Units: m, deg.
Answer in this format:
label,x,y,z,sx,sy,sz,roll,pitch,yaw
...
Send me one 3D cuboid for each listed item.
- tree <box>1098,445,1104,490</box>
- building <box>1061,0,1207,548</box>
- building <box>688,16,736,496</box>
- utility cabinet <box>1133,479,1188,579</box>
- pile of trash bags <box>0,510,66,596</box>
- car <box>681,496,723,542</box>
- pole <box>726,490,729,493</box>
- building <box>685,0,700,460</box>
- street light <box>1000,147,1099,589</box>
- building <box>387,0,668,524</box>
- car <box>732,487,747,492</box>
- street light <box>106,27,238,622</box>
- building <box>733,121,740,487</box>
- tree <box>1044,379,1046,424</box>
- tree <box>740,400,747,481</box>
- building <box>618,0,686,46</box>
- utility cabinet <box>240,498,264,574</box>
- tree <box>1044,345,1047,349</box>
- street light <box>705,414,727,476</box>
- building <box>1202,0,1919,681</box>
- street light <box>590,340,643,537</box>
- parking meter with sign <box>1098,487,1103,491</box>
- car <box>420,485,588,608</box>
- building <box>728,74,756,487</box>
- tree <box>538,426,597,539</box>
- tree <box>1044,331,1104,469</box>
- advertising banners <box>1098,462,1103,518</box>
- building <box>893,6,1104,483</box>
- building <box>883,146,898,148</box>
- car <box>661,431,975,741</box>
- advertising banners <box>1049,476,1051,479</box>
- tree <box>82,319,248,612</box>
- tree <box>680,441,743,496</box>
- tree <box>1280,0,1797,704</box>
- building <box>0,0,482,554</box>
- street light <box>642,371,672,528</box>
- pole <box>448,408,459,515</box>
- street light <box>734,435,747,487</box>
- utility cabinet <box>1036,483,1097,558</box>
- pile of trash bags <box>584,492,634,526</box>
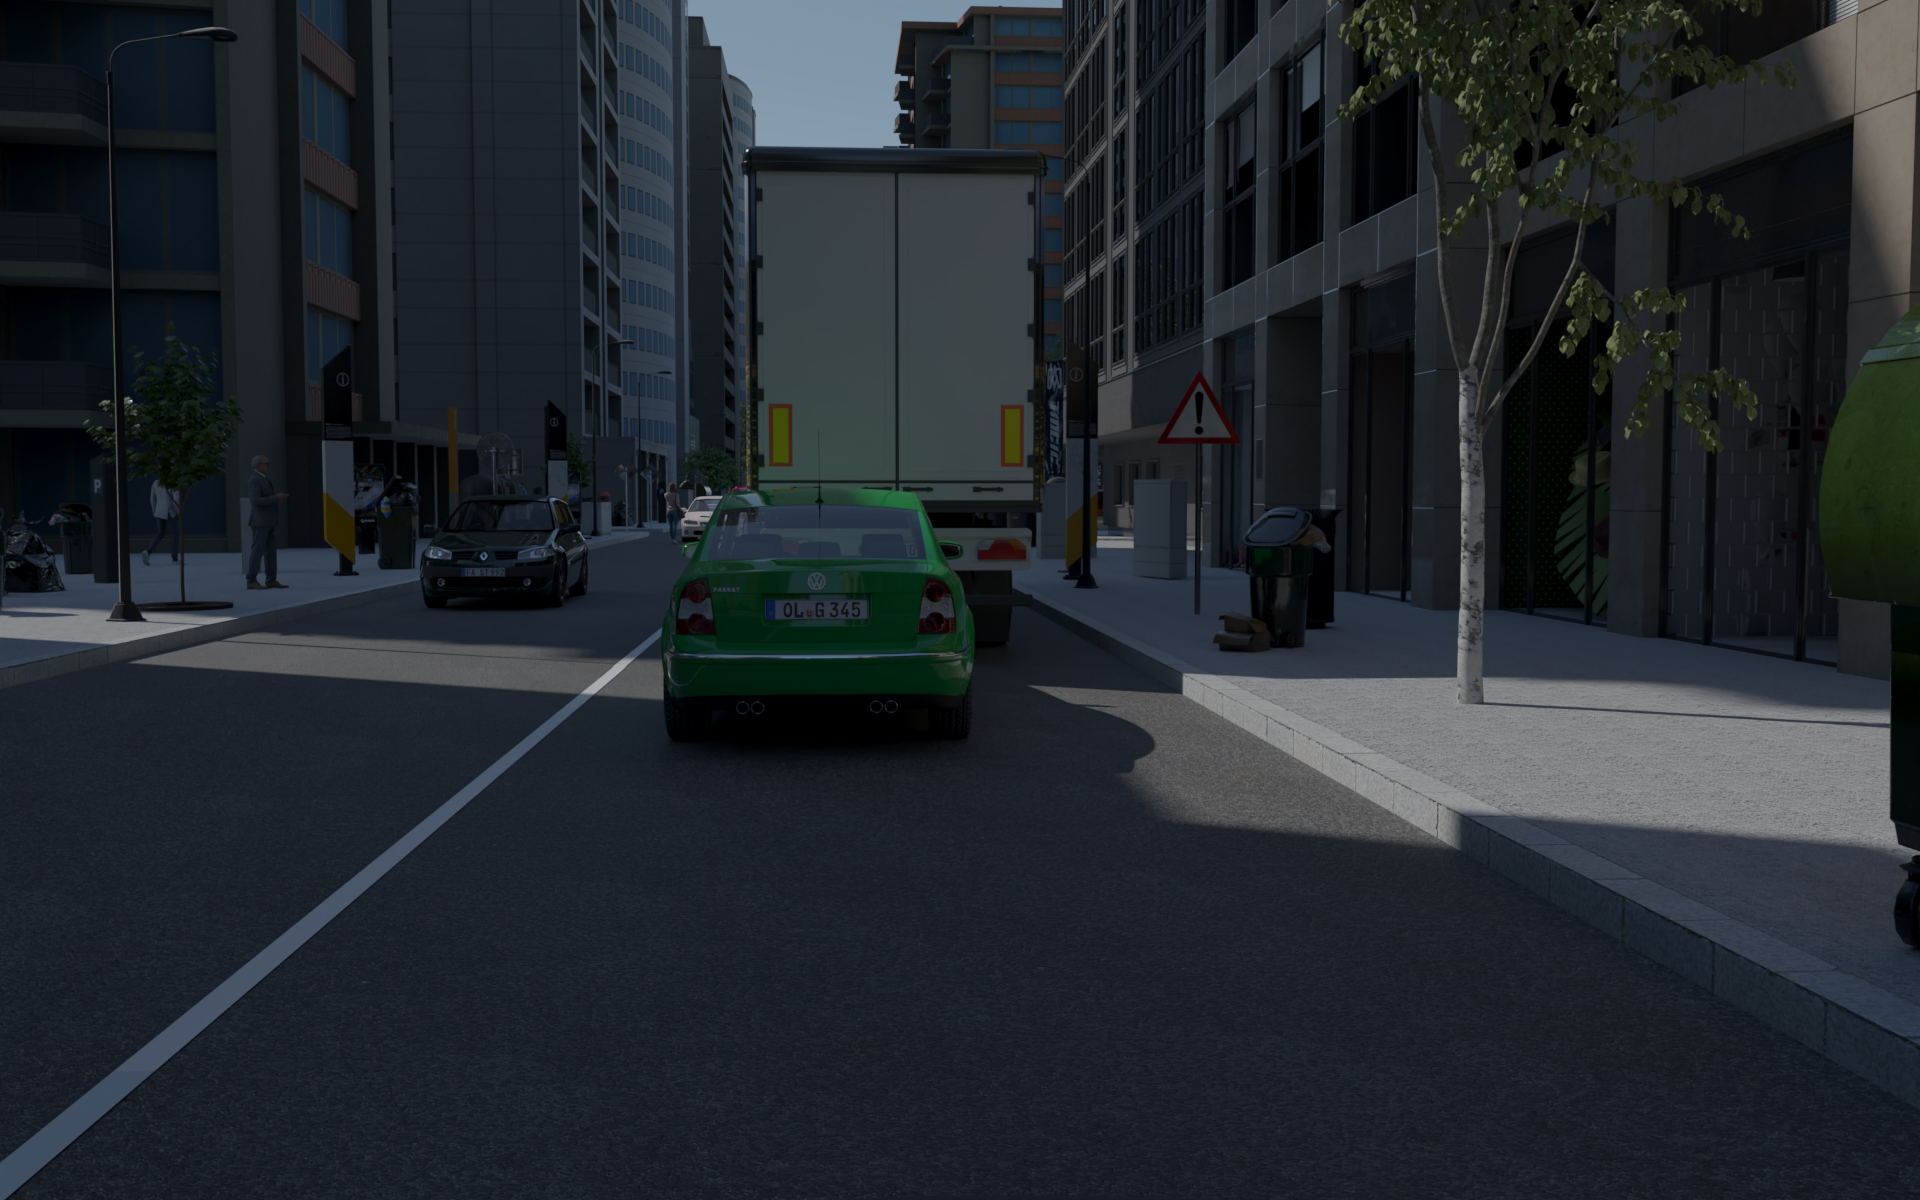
label,x,y,z,sx,sy,sz,roll,pitch,yaw
tree,9.416,-9.250,101.605,4.360,8.622,3.978,0,3,0
building,10.903,-15.237,42.637,14.314,27.812,24.014,0,4,-4
building,-34.741,-34.034,180.162,21.300,48.544,21.600,0,4,-4
utility cabinet,3.055,-1.083,26.380,0.318,1.500,1.173,-1,4,-22
pile of trash bags,-12.880,-0.716,21.451,1.912,1.369,3.447,0,4,7
car,-7.504,-2.497,53.194,2.083,1.381,4.827,0,4,-5
pole,-16.997,-8.125,126.683,0.158,3.312,0.155,0,3,0
building,-34.198,-51.379,152.717,22.319,86.520,31.000,0,4,-4
street light,1.184,-3.112,23.427,1.470,5.913,1.316,0,4,-4
building,-24.803,-39.333,81.343,20.563,71.187,20.611,0,4,-4
car,-11.267,-5.060,91.403,2.281,1.827,5.304,0,4,-5
street light,-7.896,-2.742,17.376,1.470,5.913,1.316,0,4,-4
building,-32.691,-33.591,199.326,14.600,45.320,14.200,0,4,-4
tree,3.387,-9.285,102.167,4.360,8.622,3.978,0,3,0
tree,-24.325,-18.992,217.180,9.857,13.997,8.962,0,3,0
building,-30.613,-35.327,119.592,21.231,58.520,28.212,0,4,-4
utility cabinet,-11.532,-1.045,28.246,0.306,1.237,1.020,-1,4,-19
tree,0.420,-6.119,50.415,4.737,8.622,4.395,0,3,0
street light,-14.136,-7.794,99.967,1.470,5.913,1.316,0,4,-4
building,15.173,-12.802,13.837,19.350,26.468,34.151,0,4,-4
street light,-10.510,-4.881,52.353,1.470,5.913,1.316,0,4,-4
parking meter with sign,10.052,-7.875,125.009,1.738,3.016,0.543,-3,4,-36
car,-6.017,-0.816,23.132,2.009,1.686,4.222,0,4,-6
building,-39.104,-42.605,238.593,21.231,58.520,28.212,0,4,-4
tree,-11.128,-3.336,49.139,1.663,3.219,1.824,0,3,0
tree,7.638,-11.966,113.778,7.486,12.596,7.792,0,3,0
advertising banners,8.026,-6.285,98.943,2.074,3.025,0.090,0,4,-2
building,5.088,-31.005,161.561,22.147,44.769,28.867,0,4,-4
building,-2.327,-31.994,206.693,14.154,41.232,14.086,0,4,-4
car,-0.908,-0.162,11.451,1.959,1.807,4.718,0,4,-4
advertising banners,6.648,-8.443,134.224,0.090,3.025,2.074,-2,4,-24
tree,-8.826,-1.508,19.261,1.663,3.219,1.824,0,3,0
tree,-15.540,-7.511,106.515,4.285,4.588,4.351,0,3,0
tree,3.180,-3.657,10.148,4.737,8.622,4.395,0,3,0
building,-28.106,-23.708,42.253,28.867,44.769,22.147,0,4,-4
street light,-11.549,-5.679,65.391,1.470,5.913,1.316,0,4,-4
pole,-11.987,-2.884,40.996,0.158,3.312,0.155,0,3,0
street light,-16.974,-9.925,134.819,1.470,5.913,1.316,0,4,-4
utility cabinet,2.122,-1.579,34.502,1.173,1.500,0.318,-1,4,-16
pile of trash bags,-14.179,-3.661,69.616,1.912,1.369,3.447,-1,4,-16
